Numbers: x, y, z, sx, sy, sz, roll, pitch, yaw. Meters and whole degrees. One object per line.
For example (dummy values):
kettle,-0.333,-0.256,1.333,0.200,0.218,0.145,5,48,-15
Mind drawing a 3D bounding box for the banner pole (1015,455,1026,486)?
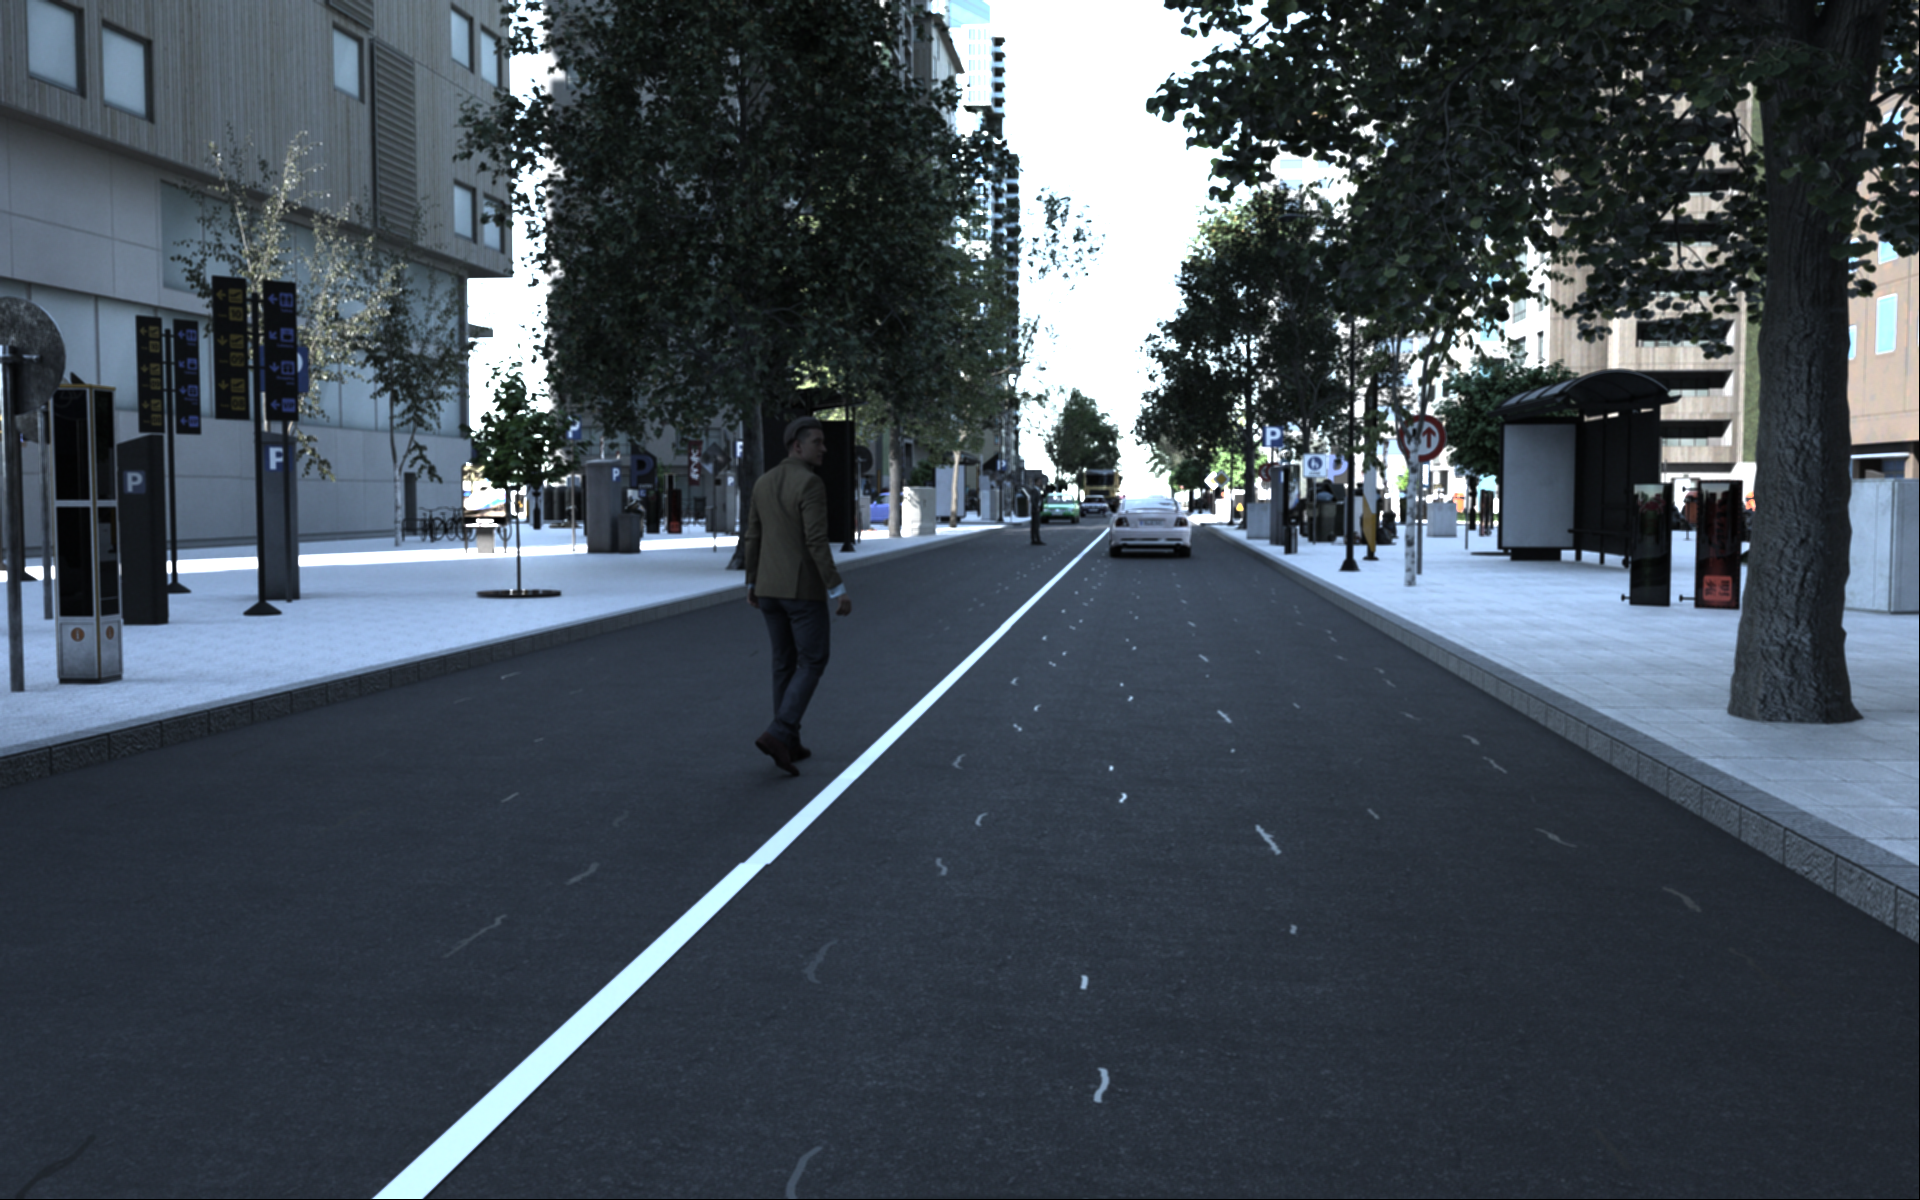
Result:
banner pole,3.869,-7.349,110.180,0.863,3.779,0.401,-3,4,-38

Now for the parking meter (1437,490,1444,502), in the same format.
parking meter,27.560,-5.560,99.322,0.372,1.533,0.369,0,3,0

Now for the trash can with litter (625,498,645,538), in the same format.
trash can with litter,-9.727,-2.394,50.536,1.055,1.170,0.624,0,4,-4

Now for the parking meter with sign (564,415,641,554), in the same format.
parking meter with sign,-7.764,-2.536,37.720,1.738,3.016,0.543,2,4,25

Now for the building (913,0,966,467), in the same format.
building,-14.790,-36.834,191.474,28.713,52.752,27.495,0,4,6

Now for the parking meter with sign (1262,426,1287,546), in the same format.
parking meter with sign,8.081,-2.897,43.633,0.543,3.016,1.738,0,4,-5

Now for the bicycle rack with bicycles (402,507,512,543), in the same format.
bicycle rack with bicycles,-13.932,-2.075,47.309,2.852,0.926,2.925,-3,5,-41

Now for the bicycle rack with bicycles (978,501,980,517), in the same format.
bicycle rack with bicycles,0.703,-5.040,95.783,2.852,0.926,2.925,1,4,10

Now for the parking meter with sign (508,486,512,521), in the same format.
parking meter with sign,-21.966,-5.205,81.369,1.738,3.016,0.543,0,4,3

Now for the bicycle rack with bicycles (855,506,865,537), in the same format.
bicycle rack with bicycles,-4.163,-2.367,52.082,2.852,0.926,2.925,0,4,-8

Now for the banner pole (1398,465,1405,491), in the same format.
banner pole,38.400,-9.817,150.529,0.401,3.779,0.863,-2,4,-32

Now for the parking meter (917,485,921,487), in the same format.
parking meter,-2.788,-6.781,116.585,0.255,1.863,0.399,0,4,8

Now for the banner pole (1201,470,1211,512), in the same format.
banner pole,17.665,-8.238,124.700,0.863,3.779,0.401,0,4,2

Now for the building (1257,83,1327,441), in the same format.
building,60.076,-52.569,297.760,20.563,71.187,20.611,0,4,6

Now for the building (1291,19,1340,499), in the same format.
building,50.219,-53.968,195.055,22.319,86.520,31.000,0,4,6

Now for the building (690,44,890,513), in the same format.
building,-13.790,-28.305,146.378,14.154,41.232,14.086,0,4,6

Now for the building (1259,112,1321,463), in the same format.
building,57.962,-44.728,273.298,21.231,58.520,28.212,0,4,6

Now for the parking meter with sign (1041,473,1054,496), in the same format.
parking meter with sign,7.439,-9.042,144.104,1.738,3.016,0.543,3,4,37

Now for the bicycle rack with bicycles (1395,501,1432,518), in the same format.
bicycle rack with bicycles,24.780,-4.915,93.737,2.852,0.926,2.925,-3,5,-44

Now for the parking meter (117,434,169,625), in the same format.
parking meter,-8.046,-0.692,17.028,0.399,1.863,0.255,0,4,5

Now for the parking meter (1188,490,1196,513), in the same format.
parking meter,15.806,-6.735,118.531,0.372,1.533,0.369,0,3,0

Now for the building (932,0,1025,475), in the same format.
building,0.436,-60.215,297.179,22.319,86.520,31.000,0,4,6

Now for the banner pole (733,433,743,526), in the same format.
banner pole,-8.841,-4.856,69.407,0.863,3.779,0.401,2,4,32

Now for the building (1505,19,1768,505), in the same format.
building,38.086,-19.696,93.727,14.107,30.474,14.160,0,4,6

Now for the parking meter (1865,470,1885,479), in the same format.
parking meter,22.014,-2.201,41.704,0.255,1.863,0.399,-2,4,-24

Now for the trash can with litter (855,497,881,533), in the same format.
trash can with litter,-3.290,-2.901,58.481,1.678,1.210,2.233,2,4,32

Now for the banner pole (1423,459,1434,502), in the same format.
banner pole,24.129,-6.066,89.199,0.863,3.779,0.401,2,4,29

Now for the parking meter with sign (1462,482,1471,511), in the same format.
parking meter with sign,32.662,-7.102,112.377,0.543,3.016,1.738,-1,4,-14

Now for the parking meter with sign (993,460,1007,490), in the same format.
parking meter with sign,1.963,-5.655,88.719,0.543,3.016,1.738,-1,4,-10

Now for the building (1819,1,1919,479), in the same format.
building,32.411,-24.215,46.034,14.600,45.320,14.200,0,4,6

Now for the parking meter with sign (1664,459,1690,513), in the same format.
parking meter with sign,36.096,-5.519,86.499,1.738,3.016,0.543,1,4,21

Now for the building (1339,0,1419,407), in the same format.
building,46.971,-38.169,166.057,21.231,58.520,28.212,0,4,6

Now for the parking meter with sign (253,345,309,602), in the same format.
parking meter with sign,-8.337,-1.523,21.169,0.543,3.016,1.738,-2,4,-28

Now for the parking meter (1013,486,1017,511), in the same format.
parking meter,3.677,-6.504,112.047,0.399,1.863,0.255,3,5,43

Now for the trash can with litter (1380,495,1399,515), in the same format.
trash can with litter,26.200,-5.712,104.442,2.233,1.210,1.678,0,3,0

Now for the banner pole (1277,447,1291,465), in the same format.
banner pole,15.357,-5.662,82.584,0.863,3.779,0.401,2,4,23

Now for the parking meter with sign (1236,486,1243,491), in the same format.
parking meter with sign,18.957,-7.453,118.109,1.738,3.016,0.543,0,4,-1

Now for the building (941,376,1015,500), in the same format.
building,-6.240,-25.972,269.677,27.650,21.520,28.899,0,4,6

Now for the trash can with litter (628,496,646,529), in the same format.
trash can with litter,-12.136,-3.257,64.302,1.678,1.210,2.233,-1,4,-15

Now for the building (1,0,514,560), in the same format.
building,-29.558,-27.953,46.274,27.495,52.752,28.713,0,4,6

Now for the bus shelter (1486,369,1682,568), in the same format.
bus shelter,10.912,-2.256,30.811,2.014,3.302,5.546,0,4,6

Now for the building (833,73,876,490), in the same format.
building,-14.017,-28.987,124.050,14.600,45.320,14.200,0,4,6

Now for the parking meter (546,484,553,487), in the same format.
parking meter,-28.297,-6.957,119.454,0.255,1.863,0.399,1,4,11

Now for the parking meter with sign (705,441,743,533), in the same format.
parking meter with sign,-7.834,-3.755,57.657,1.738,3.016,0.543,3,5,43

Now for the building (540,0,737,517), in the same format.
building,-15.575,-25.597,102.113,14.154,41.232,14.086,0,4,6

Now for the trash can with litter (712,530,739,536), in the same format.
trash can with litter,-6.775,-2.629,54.037,2.233,1.210,1.678,3,5,40

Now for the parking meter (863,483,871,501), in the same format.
parking meter,-4.853,-5.192,90.595,0.399,1.863,0.255,1,4,8

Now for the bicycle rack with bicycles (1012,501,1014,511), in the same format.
bicycle rack with bicycles,5.119,-8.475,151.955,2.852,0.926,2.925,2,4,32

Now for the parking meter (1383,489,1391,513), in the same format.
parking meter,22.169,-4.988,89.968,0.372,1.533,0.369,0,3,0

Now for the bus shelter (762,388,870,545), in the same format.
bus shelter,-3.468,-3.031,40.837,1.731,3.624,6.357,0,4,6

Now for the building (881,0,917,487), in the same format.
building,-13.063,-44.525,166.232,20.563,71.187,20.611,0,4,6

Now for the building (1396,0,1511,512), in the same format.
building,46.365,-31.217,129.998,23.786,49.044,30.456,0,4,6

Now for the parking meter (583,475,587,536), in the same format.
parking meter,-11.343,-2.905,53.213,0.255,1.863,0.399,3,5,43

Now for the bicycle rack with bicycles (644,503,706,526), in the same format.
bicycle rack with bicycles,-11.847,-3.409,69.127,2.925,0.926,2.852,3,5,44

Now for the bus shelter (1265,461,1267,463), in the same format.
bus shelter,19.262,-7.458,113.216,1.731,3.624,6.357,0,4,6

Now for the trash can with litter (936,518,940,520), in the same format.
trash can with litter,-1.099,-4.663,87.294,1.678,1.210,2.233,-2,4,-34
